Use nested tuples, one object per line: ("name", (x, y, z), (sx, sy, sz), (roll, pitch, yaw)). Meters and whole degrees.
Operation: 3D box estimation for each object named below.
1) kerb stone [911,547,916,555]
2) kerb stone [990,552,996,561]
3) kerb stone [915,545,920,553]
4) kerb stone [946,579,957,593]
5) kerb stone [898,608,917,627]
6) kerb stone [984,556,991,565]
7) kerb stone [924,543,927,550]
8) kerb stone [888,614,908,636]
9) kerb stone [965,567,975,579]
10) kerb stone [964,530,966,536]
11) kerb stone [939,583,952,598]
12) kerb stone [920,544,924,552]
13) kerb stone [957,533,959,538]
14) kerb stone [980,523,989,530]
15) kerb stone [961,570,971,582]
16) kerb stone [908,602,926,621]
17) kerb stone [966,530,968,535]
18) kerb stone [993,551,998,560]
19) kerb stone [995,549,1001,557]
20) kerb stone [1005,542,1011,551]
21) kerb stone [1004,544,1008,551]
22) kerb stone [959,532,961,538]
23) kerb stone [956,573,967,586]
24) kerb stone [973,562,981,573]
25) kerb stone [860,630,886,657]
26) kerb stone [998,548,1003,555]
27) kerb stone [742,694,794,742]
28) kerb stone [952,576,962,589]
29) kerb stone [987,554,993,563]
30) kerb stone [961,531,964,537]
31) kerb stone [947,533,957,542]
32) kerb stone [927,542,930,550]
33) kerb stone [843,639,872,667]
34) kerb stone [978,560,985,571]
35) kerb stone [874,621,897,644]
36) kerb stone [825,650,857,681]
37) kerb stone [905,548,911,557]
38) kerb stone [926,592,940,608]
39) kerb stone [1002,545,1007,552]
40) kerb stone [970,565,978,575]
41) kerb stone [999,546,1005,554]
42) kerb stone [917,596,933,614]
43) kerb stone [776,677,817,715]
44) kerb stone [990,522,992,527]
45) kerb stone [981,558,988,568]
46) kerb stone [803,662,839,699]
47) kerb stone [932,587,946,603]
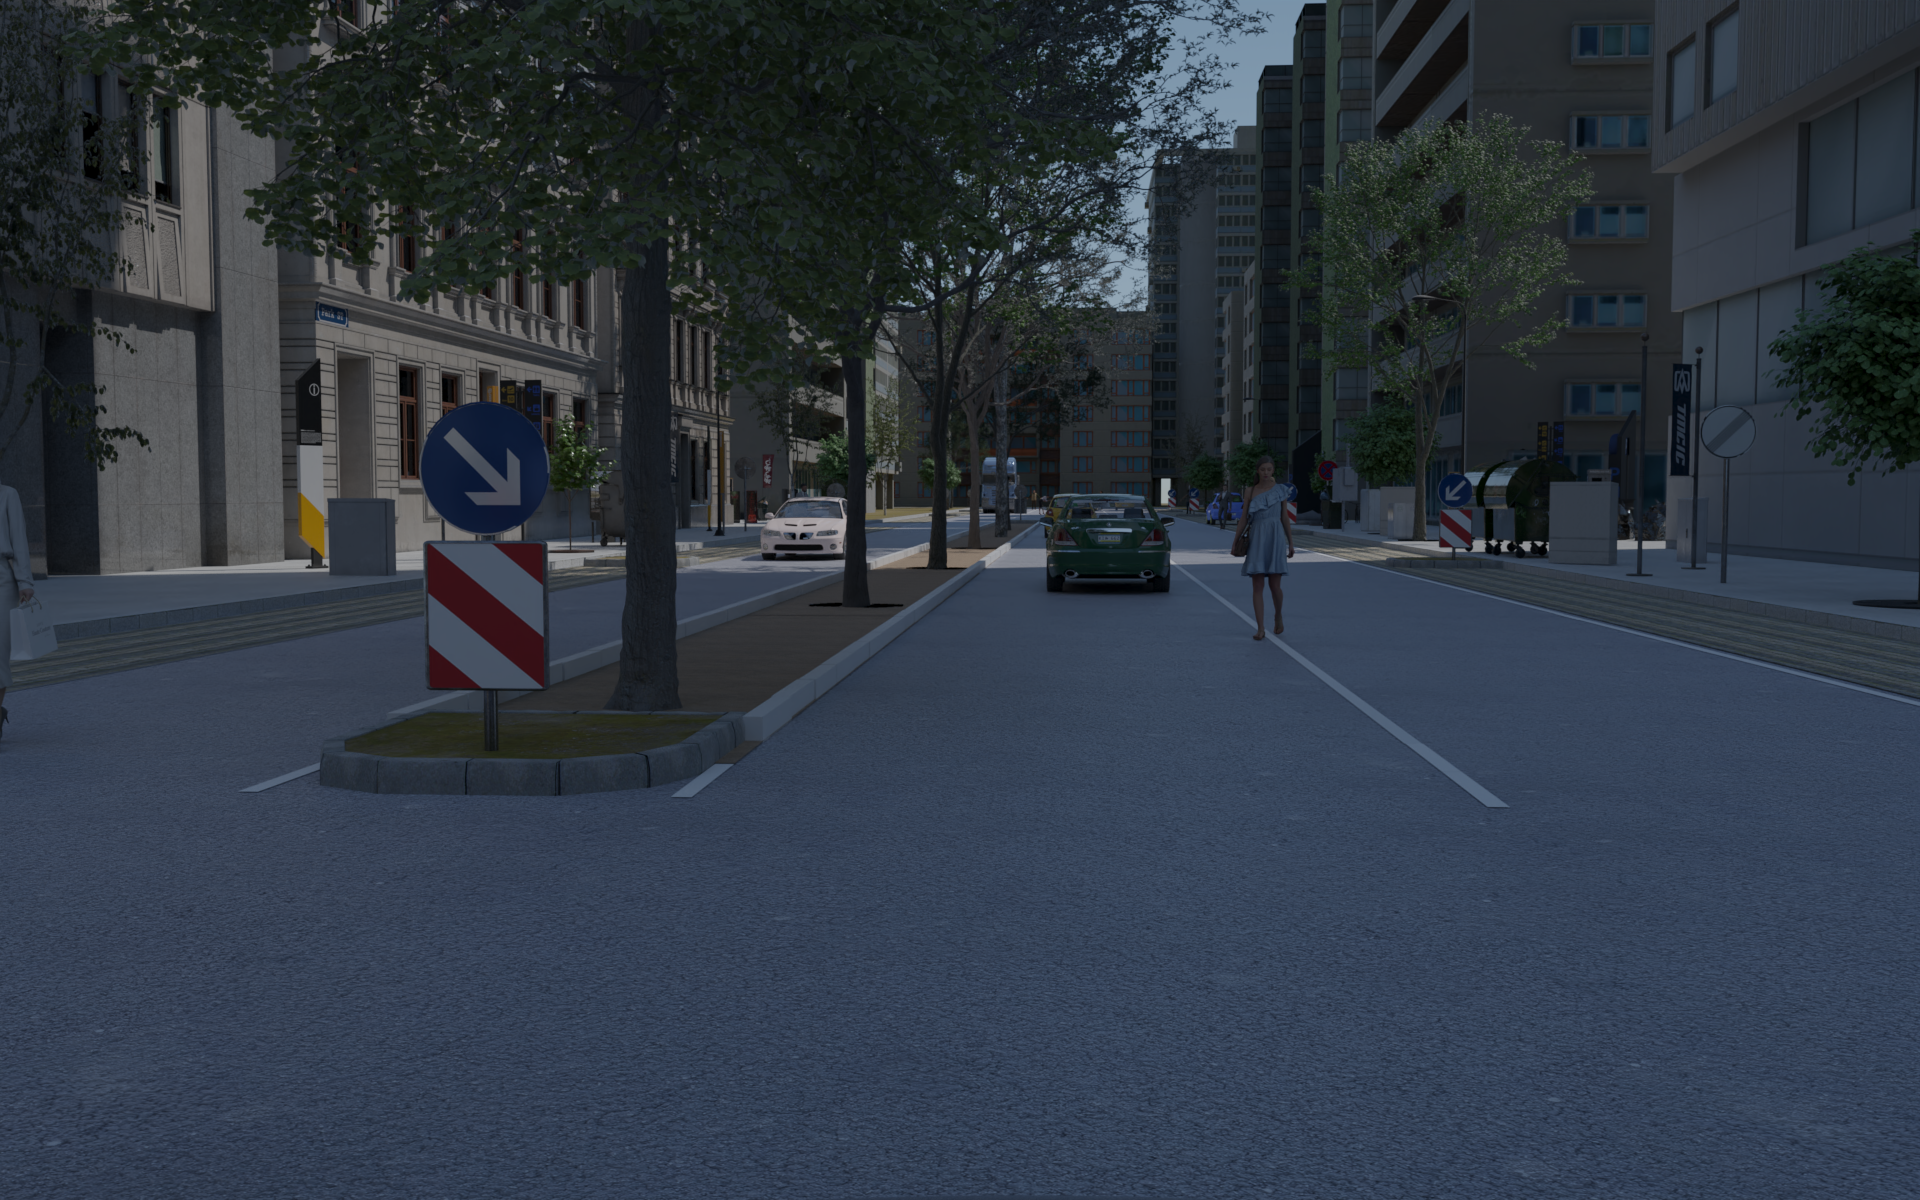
("kerb stone", (-1.198, -1.106, 40.285), (0.120, 0.150, 1.000), (0, 4, 4))
("kerb stone", (0.610, -0.848, 36.058), (0.120, 0.150, 1.000), (0, 4, 4))
("kerb stone", (-1.130, -1.169, 41.305), (0.120, 0.150, 1.000), (0, 4, 4))
("kerb stone", (-0.171, -0.158, 24.794), (0.120, 0.150, 1.000), (0, 4, 4))
("kerb stone", (-0.603, 0.216, 18.660), (0.120, 0.150, 1.000), (0, 4, 4))
("kerb stone", (0.468, -0.722, 33.998), (0.120, 0.150, 1.000), (0, 4, 4))
("kerb stone", (-0.988, -1.294, 43.360), (0.120, 0.150, 1.000), (0, 4, 4))
("kerb stone", (-0.670, 0.280, 17.636), (0.120, 0.150, 1.000), (0, 4, 4))
("kerb stone", (0.115, -0.409, 28.885), (0.120, 0.150, 1.000), (0, 4, 4))
("kerb stone", (0.011, -2.168, 57.690), (0.120, 0.150, 1.000), (0, 4, 4))
("kerb stone", (-0.246, -0.095, 23.774), (0.120, 0.150, 1.000), (0, 4, 4))
("kerb stone", (-1.056, -1.226, 42.340), (0.120, 0.150, 1.000), (0, 4, 4))
("kerb stone", (-0.202, -1.983, 54.620), (0.120, 0.150, 1.000), (0, 4, 4))
("kerb stone", (1.008, -3.046, 71.998), (0.120, 0.150, 1.000), (0, 4, 4))
("kerb stone", (0.042, -0.344, 27.854), (0.120, 0.150, 1.000), (0, 4, 4))
("kerb stone", (-0.525, 0.154, 19.683), (0.120, 0.150, 1.000), (0, 4, 4))
("kerb stone", (0.093, -2.233, 58.709), (0.120, 0.150, 1.000), (0, 4, 4))
("kerb stone", (0.681, -0.911, 37.092), (0.120, 0.150, 1.000), (0, 4, 4))
("kerb stone", (0.755, -0.973, 38.111), (0.120, 0.150, 1.000), (0, 4, 4))
("kerb stone", (1.119, -1.286, 43.226), (0.120, 0.150, 1.000), (0, 4, 4))
("kerb stone", (1.037, -1.224, 42.204), (0.120, 0.150, 1.000), (0, 4, 4))
("kerb stone", (-0.132, -2.046, 55.650), (0.120, 0.150, 1.000), (0, 4, 4))
("kerb stone", (-0.027, -0.284, 26.834), (0.120, 0.150, 1.000), (0, 4, 4))
("kerb stone", (0.249, -0.535, 30.935), (0.120, 0.150, 1.000), (0, 4, 4))
("kerb stone", (-0.809, 0.404, 15.592), (0.120, 0.150, 1.000), (0, 4, 4))
("kerb stone", (0.823, -1.032, 39.142), (0.120, 0.150, 1.000), (0, 4, 4))
("kerb stone", (-1.161, 0.717, 10.486), (0.120, 0.150, 1.000), (0, 4, 4))
("kerb stone", (-0.103, -0.221, 25.814), (0.120, 0.150, 1.000), (0, 4, 4))
("kerb stone", (0.533, -0.780, 35.028), (0.120, 0.150, 1.000), (0, 4, 4))
("kerb stone", (-0.054, -2.106, 56.669), (0.120, 0.150, 1.000), (0, 4, 4))
("kerb stone", (-0.272, -1.920, 53.592), (0.120, 0.150, 1.000), (0, 4, 4))
("kerb stone", (-0.904, -1.358, 44.391), (0.120, 0.150, 1.000), (0, 4, 4))
("kerb stone", (-0.885, 0.466, 14.572), (0.120, 0.150, 1.000), (0, 4, 4))
("kerb stone", (0.329, -0.597, 31.954), (0.120, 0.150, 1.000), (0, 4, 4))
("kerb stone", (-0.740, 0.341, 16.616), (0.120, 0.150, 1.000), (0, 4, 4))
("kerb stone", (-0.953, 0.529, 13.552), (0.120, 0.150, 1.000), (0, 4, 4))
("kerb stone", (-1.266, -1.043, 39.256), (0.120, 0.150, 1.000), (0, 4, 4))
("kerb stone", (-0.384, 0.030, 21.723), (0.120, 0.150, 1.000), (0, 4, 4))
("kerb stone", (0.971, -1.161, 41.183), (0.120, 0.150, 1.000), (0, 4, 4))
("kerb stone", (0.184, -0.471, 29.915), (0.120, 0.150, 1.000), (0, 4, 4))
("kerb stone", (0.904, -1.098, 40.163), (0.120, 0.150, 1.000), (0, 4, 4))
("kerb stone", (-0.454, 0.091, 20.702), (0.120, 0.150, 1.000), (0, 4, 4))
("kerb stone", (-1.105, 0.657, 11.507), (0.120, 0.150, 1.000), (0, 4, 4))
("kerb stone", (1.158, -3.171, 74.049), (0.120, 0.150, 1.000), (0, 4, 4))
("kerb stone", (0.393, -0.658, 32.975), (0.120, 0.150, 1.000), (0, 4, 4))
("kerb stone", (-1.024, 0.593, 12.526), (0.120, 0.150, 1.000), (0, 4, 4))
("kerb stone", (-0.311, -0.033, 22.742), (0.120, 0.150, 1.000), (0, 4, 4))
